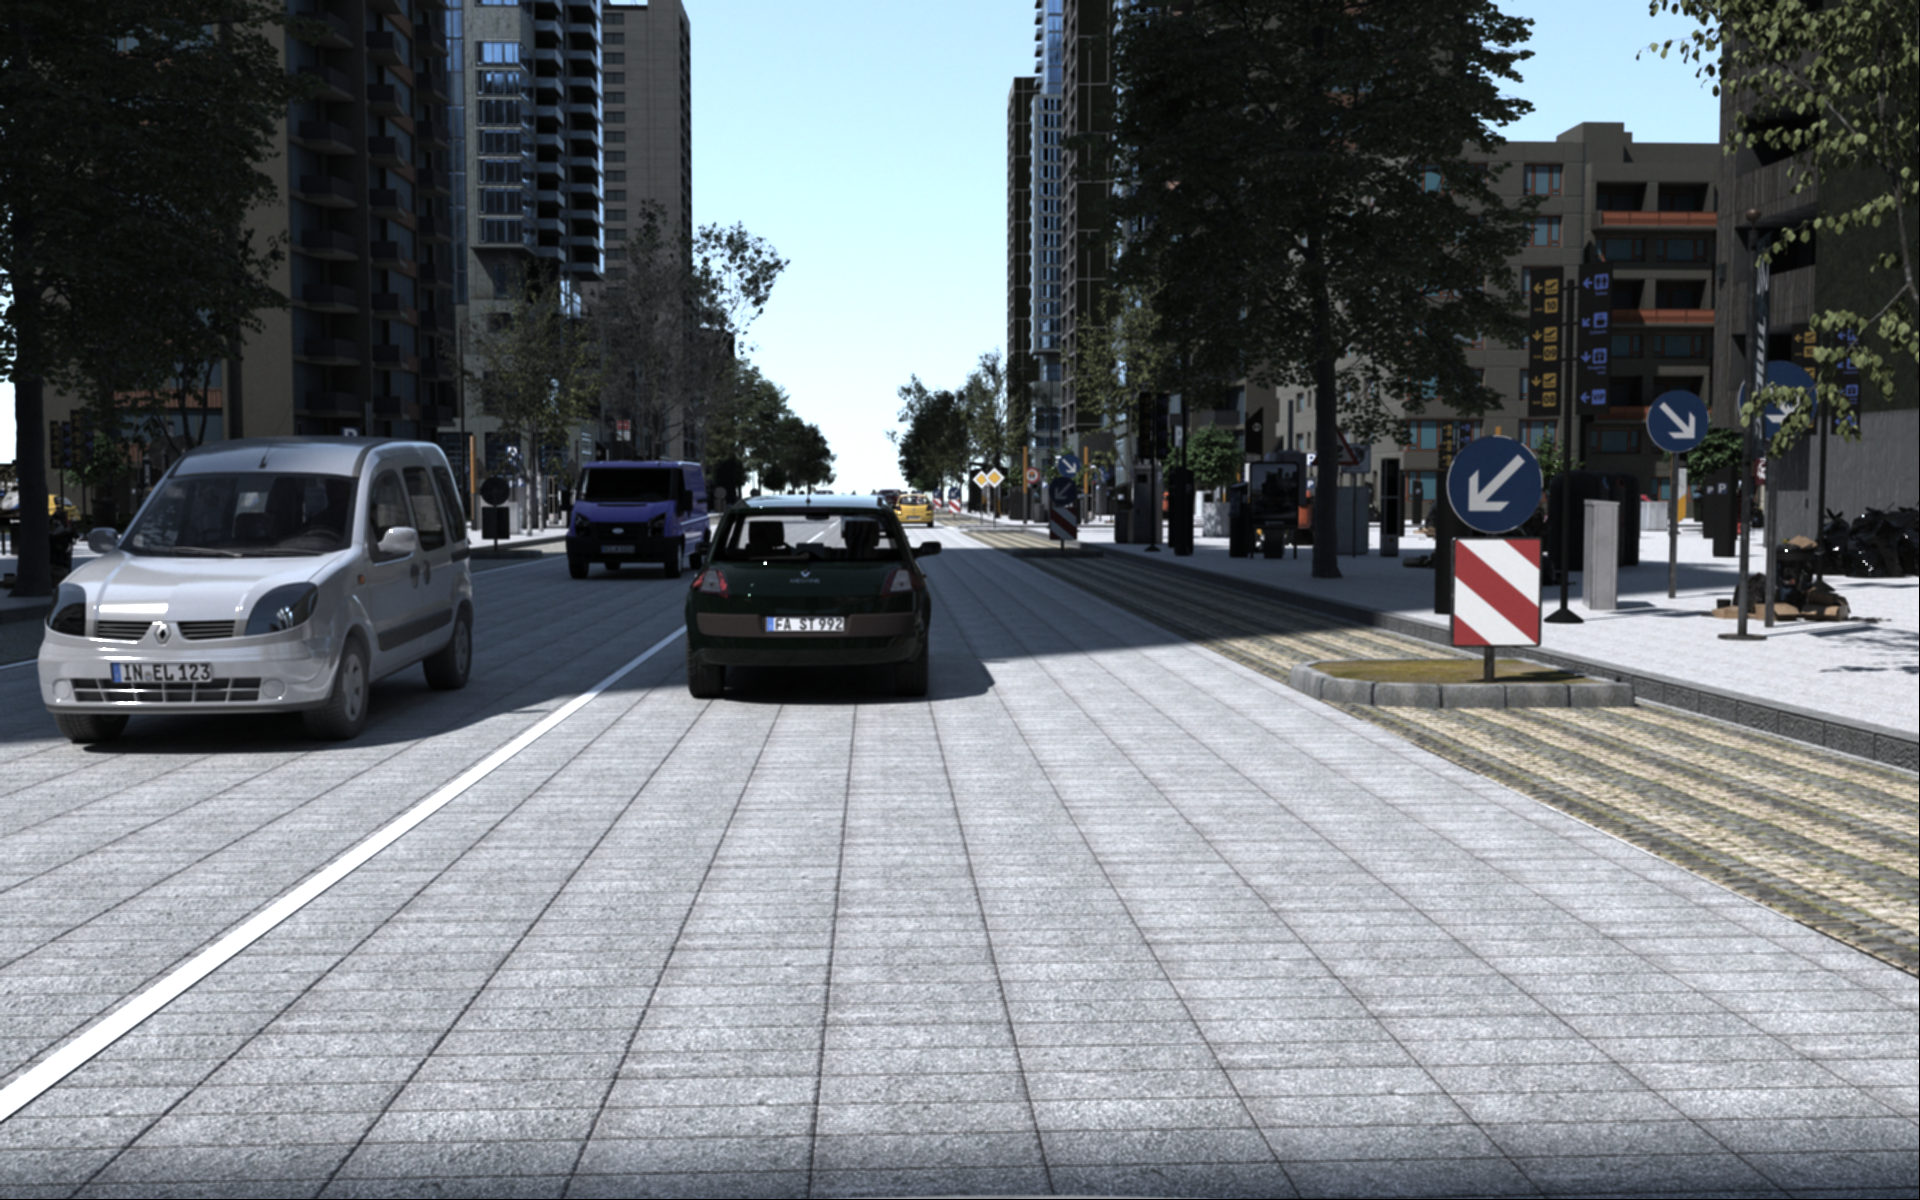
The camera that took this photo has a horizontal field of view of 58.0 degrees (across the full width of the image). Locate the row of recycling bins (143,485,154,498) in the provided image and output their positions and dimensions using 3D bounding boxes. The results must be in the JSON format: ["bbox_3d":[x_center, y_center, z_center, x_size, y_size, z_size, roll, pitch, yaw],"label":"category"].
[{"bbox_3d":[-36.949,-4.595,82.238,3.534,1.692,1.069,0,4,-5],"label":"row of recycling bins"}]

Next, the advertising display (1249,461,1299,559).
[{"bbox_3d":[6.236,-1.786,34.419,0.974,1.923,0.123,1,4,12],"label":"advertising display"}]

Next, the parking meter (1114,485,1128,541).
[{"bbox_3d":[4.396,-2.371,47.172,0.372,1.533,0.369,0,3,0],"label":"parking meter"}]

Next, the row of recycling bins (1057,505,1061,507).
[{"bbox_3d":[6.246,-6.194,108.392,3.534,1.692,1.069,0,4,7],"label":"row of recycling bins"}]

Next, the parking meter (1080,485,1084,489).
[{"bbox_3d":[7.465,-6.089,105.263,0.255,1.863,0.399,-2,4,-31],"label":"parking meter"}]

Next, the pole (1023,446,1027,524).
[{"bbox_3d":[2.783,-4.898,73.930,0.158,3.312,0.155,0,3,0],"label":"pole"}]

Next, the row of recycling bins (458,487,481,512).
[{"bbox_3d":[-29.551,-5.958,104.523,3.534,1.692,1.069,-2,4,-28],"label":"row of recycling bins"}]

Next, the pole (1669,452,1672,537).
[{"bbox_3d":[21.418,-3.554,51.943,0.158,3.312,0.155,0,3,0],"label":"pole"}]

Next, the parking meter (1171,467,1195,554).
[{"bbox_3d":[4.801,-1.917,37.059,0.399,1.863,0.255,-3,5,-40],"label":"parking meter"}]

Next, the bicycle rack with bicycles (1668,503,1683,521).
[{"bbox_3d":[32.778,-4.245,82.783,2.852,0.926,2.925,-1,4,-8],"label":"bicycle rack with bicycles"}]

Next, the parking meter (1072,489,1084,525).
[{"bbox_3d":[4.886,-3.923,72.545,0.372,1.533,0.369,0,3,0],"label":"parking meter"}]

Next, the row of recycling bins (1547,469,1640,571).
[{"bbox_3d":[11.054,-1.415,30.248,1.069,1.692,3.534,2,4,34],"label":"row of recycling bins"}]

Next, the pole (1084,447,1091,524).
[{"bbox_3d":[5.431,-4.935,74.533,0.158,3.312,0.155,0,3,0],"label":"pole"}]

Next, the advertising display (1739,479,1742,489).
[{"bbox_3d":[34.183,-4.348,76.295,0.123,1.923,0.974,0,4,-8],"label":"advertising display"}]

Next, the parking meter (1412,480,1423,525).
[{"bbox_3d":[19.285,-4.115,72.998,0.399,1.863,0.255,0,4,0],"label":"parking meter"}]

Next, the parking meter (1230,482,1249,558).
[{"bbox_3d":[5.663,-1.634,35.132,0.372,1.533,0.369,0,3,0],"label":"parking meter"}]

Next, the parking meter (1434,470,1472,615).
[{"bbox_3d":[5.283,-0.619,18.533,0.372,1.533,0.369,0,3,0],"label":"parking meter"}]

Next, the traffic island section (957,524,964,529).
[{"bbox_3d":[0.926,-3.076,72.569,2.009,0.180,2.903,0,4,-3],"label":"traffic island section"}]

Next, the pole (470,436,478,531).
[{"bbox_3d":[-17.021,-4.085,60.626,0.158,3.312,0.155,0,3,0],"label":"pole"}]

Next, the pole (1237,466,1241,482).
[{"bbox_3d":[17.824,-7.151,110.755,0.158,3.312,0.155,0,3,0],"label":"pole"}]

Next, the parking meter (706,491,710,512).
[{"bbox_3d":[-17.632,-6.884,120.961,0.372,1.533,0.369,0,3,0],"label":"parking meter"}]

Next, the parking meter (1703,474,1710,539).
[{"bbox_3d":[21.642,-2.699,49.835,0.399,1.863,0.255,3,5,43],"label":"parking meter"}]

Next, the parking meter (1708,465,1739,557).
[{"bbox_3d":[15.549,-1.805,35.222,0.255,1.863,0.399,-2,4,-34],"label":"parking meter"}]

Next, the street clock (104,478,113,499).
[{"bbox_3d":[-38.026,-4.454,77.386,0.358,2.002,0.471,0,4,-4],"label":"street clock"}]

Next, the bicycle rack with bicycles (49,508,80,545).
[{"bbox_3d":[-23.693,-1.860,43.796,2.852,0.926,2.925,-2,4,-31],"label":"bicycle rack with bicycles"}]

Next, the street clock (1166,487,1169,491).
[{"bbox_3d":[11.596,-5.560,95.480,0.471,2.002,0.358,3,5,40],"label":"street clock"}]

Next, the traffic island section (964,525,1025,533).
[{"bbox_3d":[1.307,-2.588,64.593,2.009,0.180,2.903,0,4,-3],"label":"traffic island section"}]

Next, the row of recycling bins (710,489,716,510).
[{"bbox_3d":[-20.232,-8.110,139.712,3.534,1.692,1.069,-1,4,-22],"label":"row of recycling bins"}]

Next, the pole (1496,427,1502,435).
[{"bbox_3d":[16.269,-3.582,52.409,0.158,3.312,0.155,0,3,0],"label":"pole"}]

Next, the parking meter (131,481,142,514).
[{"bbox_3d":[-36.365,-4.329,76.483,0.399,1.863,0.255,1,4,17],"label":"parking meter"}]

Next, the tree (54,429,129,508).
[{"bbox_3d":[-41.293,-6.028,82.272,4.285,4.588,4.351,0,3,0],"label":"tree"}]

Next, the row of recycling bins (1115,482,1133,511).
[{"bbox_3d":[5.971,-3.278,60.715,1.069,1.692,3.534,0,4,8],"label":"row of recycling bins"}]

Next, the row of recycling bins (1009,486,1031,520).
[{"bbox_3d":[2.963,-4.828,86.056,1.069,1.692,3.534,0,4,-4],"label":"row of recycling bins"}]

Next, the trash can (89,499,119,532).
[{"bbox_3d":[-23.738,-2.227,48.066,0.748,1.137,0.748,0,3,0],"label":"trash can"}]

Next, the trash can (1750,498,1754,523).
[{"bbox_3d":[25.699,-2.774,57.010,0.748,1.137,0.748,0,3,0],"label":"trash can"}]

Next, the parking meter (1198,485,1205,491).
[{"bbox_3d":[15.297,-6.368,109.835,0.399,1.863,0.255,-2,4,-28],"label":"parking meter"}]

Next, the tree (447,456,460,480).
[{"bbox_3d":[-23.041,-5.009,76.498,1.663,3.219,1.824,0,3,0],"label":"tree"}]

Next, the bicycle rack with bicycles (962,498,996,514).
[{"bbox_3d":[1.939,-6.095,113.039,2.925,0.926,2.852,1,4,12],"label":"bicycle rack with bicycles"}]

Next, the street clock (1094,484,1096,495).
[{"bbox_3d":[8.404,-6.301,107.583,0.471,2.002,0.358,1,4,23],"label":"street clock"}]

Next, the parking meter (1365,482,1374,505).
[{"bbox_3d":[18.934,-4.554,80.161,0.399,1.863,0.255,0,4,8],"label":"parking meter"}]

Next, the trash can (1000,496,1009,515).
[{"bbox_3d":[2.641,-5.703,104.894,0.748,1.137,0.748,0,3,0],"label":"trash can"}]

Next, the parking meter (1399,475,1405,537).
[{"bbox_3d":[13.134,-2.831,51.998,0.255,1.863,0.399,-3,5,-43],"label":"parking meter"}]

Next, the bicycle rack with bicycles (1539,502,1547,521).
[{"bbox_3d":[26.149,-4.077,80.038,2.925,0.926,2.852,-3,5,-39],"label":"bicycle rack with bicycles"}]

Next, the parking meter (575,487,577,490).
[{"bbox_3d":[-31.331,-8.307,141.526,0.255,1.863,0.399,-2,4,-23],"label":"parking meter"}]

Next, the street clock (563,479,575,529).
[{"bbox_3d":[-14.501,-3.654,64.315,0.358,2.002,0.471,1,4,19],"label":"street clock"}]

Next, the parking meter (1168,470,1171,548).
[{"bbox_3d":[5.148,-2.195,41.599,0.255,1.863,0.399,1,4,12],"label":"parking meter"}]

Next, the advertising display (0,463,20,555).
[{"bbox_3d":[-19.801,-1.907,36.400,0.974,1.923,0.123,1,4,19],"label":"advertising display"}]

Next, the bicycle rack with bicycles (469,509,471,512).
[{"bbox_3d":[-37.593,-6.891,126.043,2.925,0.926,2.852,2,4,26],"label":"bicycle rack with bicycles"}]

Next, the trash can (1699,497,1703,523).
[{"bbox_3d":[32.819,-3.933,75.961,0.748,1.137,0.748,0,3,0],"label":"trash can"}]
